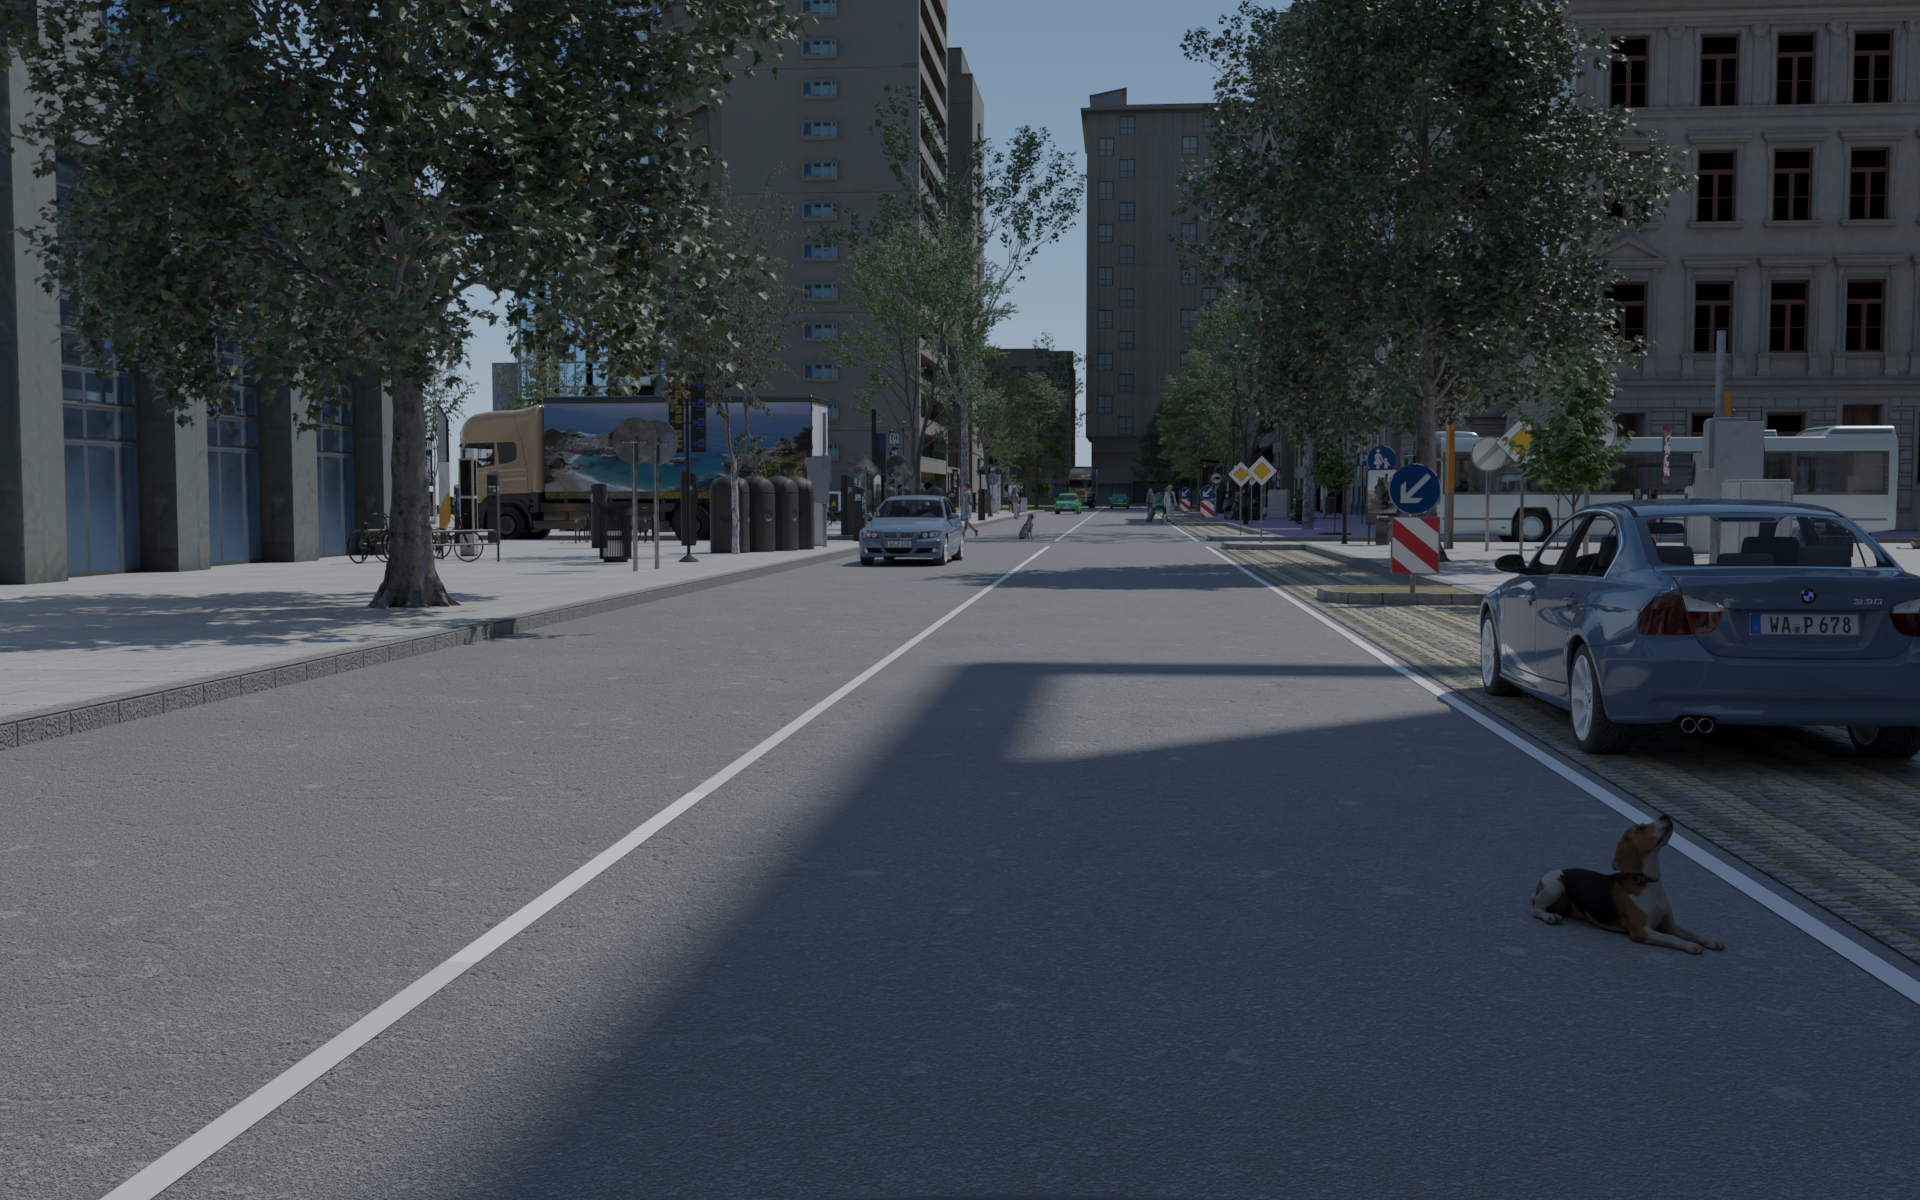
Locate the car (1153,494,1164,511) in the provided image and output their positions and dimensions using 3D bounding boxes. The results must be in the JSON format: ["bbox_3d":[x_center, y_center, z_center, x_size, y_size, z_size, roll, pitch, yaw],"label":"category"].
[{"bbox_3d":[17.070,-8.387,145.925,1.959,1.807,4.718,0,4,6],"label":"car"}]

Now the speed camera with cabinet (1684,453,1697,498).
[{"bbox_3d":[15.942,-2.617,37.124,0.660,3.252,2.038,1,4,17],"label":"speed camera with cabinet"}]

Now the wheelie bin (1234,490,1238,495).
[{"bbox_3d":[20.115,-7.161,124.985,0.693,1.594,0.980,-2,4,-27],"label":"wheelie bin"}]

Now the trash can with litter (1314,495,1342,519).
[{"bbox_3d":[18.647,-4.758,88.855,2.233,1.210,1.678,1,4,19],"label":"trash can with litter"}]

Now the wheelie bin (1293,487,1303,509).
[{"bbox_3d":[16.395,-4.594,83.026,0.693,1.594,0.980,-1,4,-18],"label":"wheelie bin"}]

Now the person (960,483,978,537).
[{"bbox_3d":[0.300,-3.018,57.941,0.778,1.811,0.616,2,4,31],"label":"person"}]

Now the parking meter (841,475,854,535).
[{"bbox_3d":[-3.489,-2.940,53.774,0.255,1.863,0.399,3,5,44],"label":"parking meter"}]

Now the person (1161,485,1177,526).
[{"bbox_3d":[9.436,-4.274,78.251,0.818,1.842,0.514,3,5,43],"label":"person"}]

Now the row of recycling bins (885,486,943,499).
[{"bbox_3d":[-2.560,-5.242,92.816,3.534,1.692,1.069,-2,4,-23],"label":"row of recycling bins"}]

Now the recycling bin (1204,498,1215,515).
[{"bbox_3d":[15.689,-5.874,108.599,0.722,1.027,0.722,0,4,2],"label":"recycling bin"}]

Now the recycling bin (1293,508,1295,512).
[{"bbox_3d":[24.465,-6.880,125.042,0.722,1.027,0.722,1,4,15],"label":"recycling bin"}]

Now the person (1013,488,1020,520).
[{"bbox_3d":[3.187,-5.394,97.241,0.362,1.759,0.519,1,4,22],"label":"person"}]

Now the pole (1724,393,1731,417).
[{"bbox_3d":[15.465,-2.522,35.085,0.158,3.312,0.155,0,3,0],"label":"pole"}]

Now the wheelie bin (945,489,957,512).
[{"bbox_3d":[-0.633,-6.724,117.853,0.693,1.594,0.980,-3,5,-39],"label":"wheelie bin"}]

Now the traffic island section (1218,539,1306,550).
[{"bbox_3d":[7.908,-1.412,45.369,2.009,0.180,2.903,0,4,5],"label":"traffic island section"}]

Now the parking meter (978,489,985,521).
[{"bbox_3d":[1.044,-4.604,83.692,0.372,1.533,0.369,0,3,0],"label":"parking meter"}]

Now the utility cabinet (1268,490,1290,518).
[{"bbox_3d":[16.581,-4.981,90.111,1.173,1.500,0.318,3,5,44],"label":"utility cabinet"}]

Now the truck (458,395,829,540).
[{"bbox_3d":[-9.584,-3.777,50.670,11.283,4.237,2.839,0,4,7],"label":"truck"}]

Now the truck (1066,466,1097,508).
[{"bbox_3d":[12.575,-11.529,177.410,2.839,4.237,11.283,0,4,7],"label":"truck"}]

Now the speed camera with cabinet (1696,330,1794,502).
[{"bbox_3d":[9.249,-1.591,20.342,0.660,3.252,2.038,1,4,12],"label":"speed camera with cabinet"}]

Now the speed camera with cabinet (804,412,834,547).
[{"bbox_3d":[-3.571,-2.953,42.614,0.660,3.252,2.038,-1,4,-9],"label":"speed camera with cabinet"}]

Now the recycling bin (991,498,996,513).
[{"bbox_3d":[1.976,-6.357,116.491,0.722,1.027,0.722,-1,4,-21],"label":"recycling bin"}]

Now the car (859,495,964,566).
[{"bbox_3d":[-0.950,-1.484,36.269,2.014,1.417,4.499,0,4,7],"label":"car"}]

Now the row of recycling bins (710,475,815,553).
[{"bbox_3d":[-4.360,-1.945,38.920,1.069,1.692,3.534,2,4,27],"label":"row of recycling bins"}]

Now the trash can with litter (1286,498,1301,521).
[{"bbox_3d":[16.000,-4.314,81.927,1.055,1.170,0.624,-2,4,-28],"label":"trash can with litter"}]

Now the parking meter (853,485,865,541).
[{"bbox_3d":[-2.723,-2.365,47.076,0.372,1.533,0.369,0,3,0],"label":"parking meter"}]

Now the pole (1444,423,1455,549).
[{"bbox_3d":[11.374,-2.837,40.225,0.158,3.312,0.155,0,3,0],"label":"pole"}]

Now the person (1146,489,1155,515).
[{"bbox_3d":[12.929,-6.623,116.966,0.709,1.800,0.728,3,4,36],"label":"person"}]

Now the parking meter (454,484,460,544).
[{"bbox_3d":[-12.855,-2.218,44.669,0.372,1.533,0.369,0,3,0],"label":"parking meter"}]

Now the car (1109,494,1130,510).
[{"bbox_3d":[14.866,-9.321,161.198,1.959,1.807,4.718,0,4,5],"label":"car"}]

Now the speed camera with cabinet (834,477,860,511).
[{"bbox_3d":[-7.236,-6.939,107.787,2.038,3.252,0.660,1,4,18],"label":"speed camera with cabinet"}]

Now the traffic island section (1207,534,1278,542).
[{"bbox_3d":[8.654,-1.898,53.319,2.009,0.180,2.903,0,4,5],"label":"traffic island section"}]

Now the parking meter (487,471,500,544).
[{"bbox_3d":[-11.858,-2.344,44.028,0.255,1.863,0.399,0,4,-4],"label":"parking meter"}]

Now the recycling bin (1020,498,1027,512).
[{"bbox_3d":[4.232,-6.653,121.337,0.722,1.027,0.722,-1,4,-22],"label":"recycling bin"}]

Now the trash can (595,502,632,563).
[{"bbox_3d":[-6.494,-1.283,32.631,0.748,1.137,0.748,0,3,0],"label":"trash can"}]

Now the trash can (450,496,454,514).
[{"bbox_3d":[-31.486,-5.883,107.833,0.748,1.137,0.748,0,3,0],"label":"trash can"}]

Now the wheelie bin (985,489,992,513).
[{"bbox_3d":[1.701,-6.548,114.965,0.980,1.594,0.693,2,4,35],"label":"wheelie bin"}]

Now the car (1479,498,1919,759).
[{"bbox_3d":[4.427,0.080,10.699,2.014,1.417,4.499,0,4,6],"label":"car"}]

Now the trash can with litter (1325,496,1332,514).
[{"bbox_3d":[23.248,-5.978,109.129,0.624,1.170,1.055,1,4,17],"label":"trash can with litter"}]

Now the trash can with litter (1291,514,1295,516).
[{"bbox_3d":[19.271,-5.348,98.499,1.678,1.210,2.233,-1,4,-18],"label":"trash can with litter"}]

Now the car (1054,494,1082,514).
[{"bbox_3d":[7.735,-7.030,123.744,1.959,1.807,4.718,0,4,6],"label":"car"}]

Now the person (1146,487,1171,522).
[{"bbox_3d":[10.119,-4.836,87.788,1.509,1.804,0.699,-1,4,-19],"label":"person"}]

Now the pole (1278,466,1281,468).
[{"bbox_3d":[23.275,-8.109,126.420,0.158,3.312,0.155,0,3,0],"label":"pole"}]

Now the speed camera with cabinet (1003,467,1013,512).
[{"bbox_3d":[2.803,-8.000,125.129,2.038,3.252,0.660,1,4,9],"label":"speed camera with cabinet"}]

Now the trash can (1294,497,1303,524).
[{"bbox_3d":[14.518,-3.775,73.374,0.748,1.137,0.748,0,3,0],"label":"trash can"}]

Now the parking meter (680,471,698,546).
[{"bbox_3d":[-6.728,-2.283,43.033,0.399,1.863,0.255,-1,4,-16],"label":"parking meter"}]

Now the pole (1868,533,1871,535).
[{"bbox_3d":[27.933,-3.634,53.257,0.158,3.312,0.155,0,3,0],"label":"pole"}]

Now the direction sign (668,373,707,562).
[{"bbox_3d":[-5.129,-2.486,32.646,0.876,3.537,0.379,2,4,30],"label":"direction sign"}]

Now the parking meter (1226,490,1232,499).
[{"bbox_3d":[16.179,-5.862,104.261,0.372,1.533,0.369,0,3,0],"label":"parking meter"}]

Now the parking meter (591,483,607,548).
[{"bbox_3d":[-8.567,-2.000,41.113,0.372,1.533,0.369,0,3,0],"label":"parking meter"}]

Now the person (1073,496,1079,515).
[{"bbox_3d":[7.949,-6.449,118.187,0.590,1.304,0.306,-3,5,-39],"label":"person"}]

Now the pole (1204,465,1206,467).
[{"bbox_3d":[17.405,-7.904,123.078,0.158,3.312,0.155,0,3,0],"label":"pole"}]
